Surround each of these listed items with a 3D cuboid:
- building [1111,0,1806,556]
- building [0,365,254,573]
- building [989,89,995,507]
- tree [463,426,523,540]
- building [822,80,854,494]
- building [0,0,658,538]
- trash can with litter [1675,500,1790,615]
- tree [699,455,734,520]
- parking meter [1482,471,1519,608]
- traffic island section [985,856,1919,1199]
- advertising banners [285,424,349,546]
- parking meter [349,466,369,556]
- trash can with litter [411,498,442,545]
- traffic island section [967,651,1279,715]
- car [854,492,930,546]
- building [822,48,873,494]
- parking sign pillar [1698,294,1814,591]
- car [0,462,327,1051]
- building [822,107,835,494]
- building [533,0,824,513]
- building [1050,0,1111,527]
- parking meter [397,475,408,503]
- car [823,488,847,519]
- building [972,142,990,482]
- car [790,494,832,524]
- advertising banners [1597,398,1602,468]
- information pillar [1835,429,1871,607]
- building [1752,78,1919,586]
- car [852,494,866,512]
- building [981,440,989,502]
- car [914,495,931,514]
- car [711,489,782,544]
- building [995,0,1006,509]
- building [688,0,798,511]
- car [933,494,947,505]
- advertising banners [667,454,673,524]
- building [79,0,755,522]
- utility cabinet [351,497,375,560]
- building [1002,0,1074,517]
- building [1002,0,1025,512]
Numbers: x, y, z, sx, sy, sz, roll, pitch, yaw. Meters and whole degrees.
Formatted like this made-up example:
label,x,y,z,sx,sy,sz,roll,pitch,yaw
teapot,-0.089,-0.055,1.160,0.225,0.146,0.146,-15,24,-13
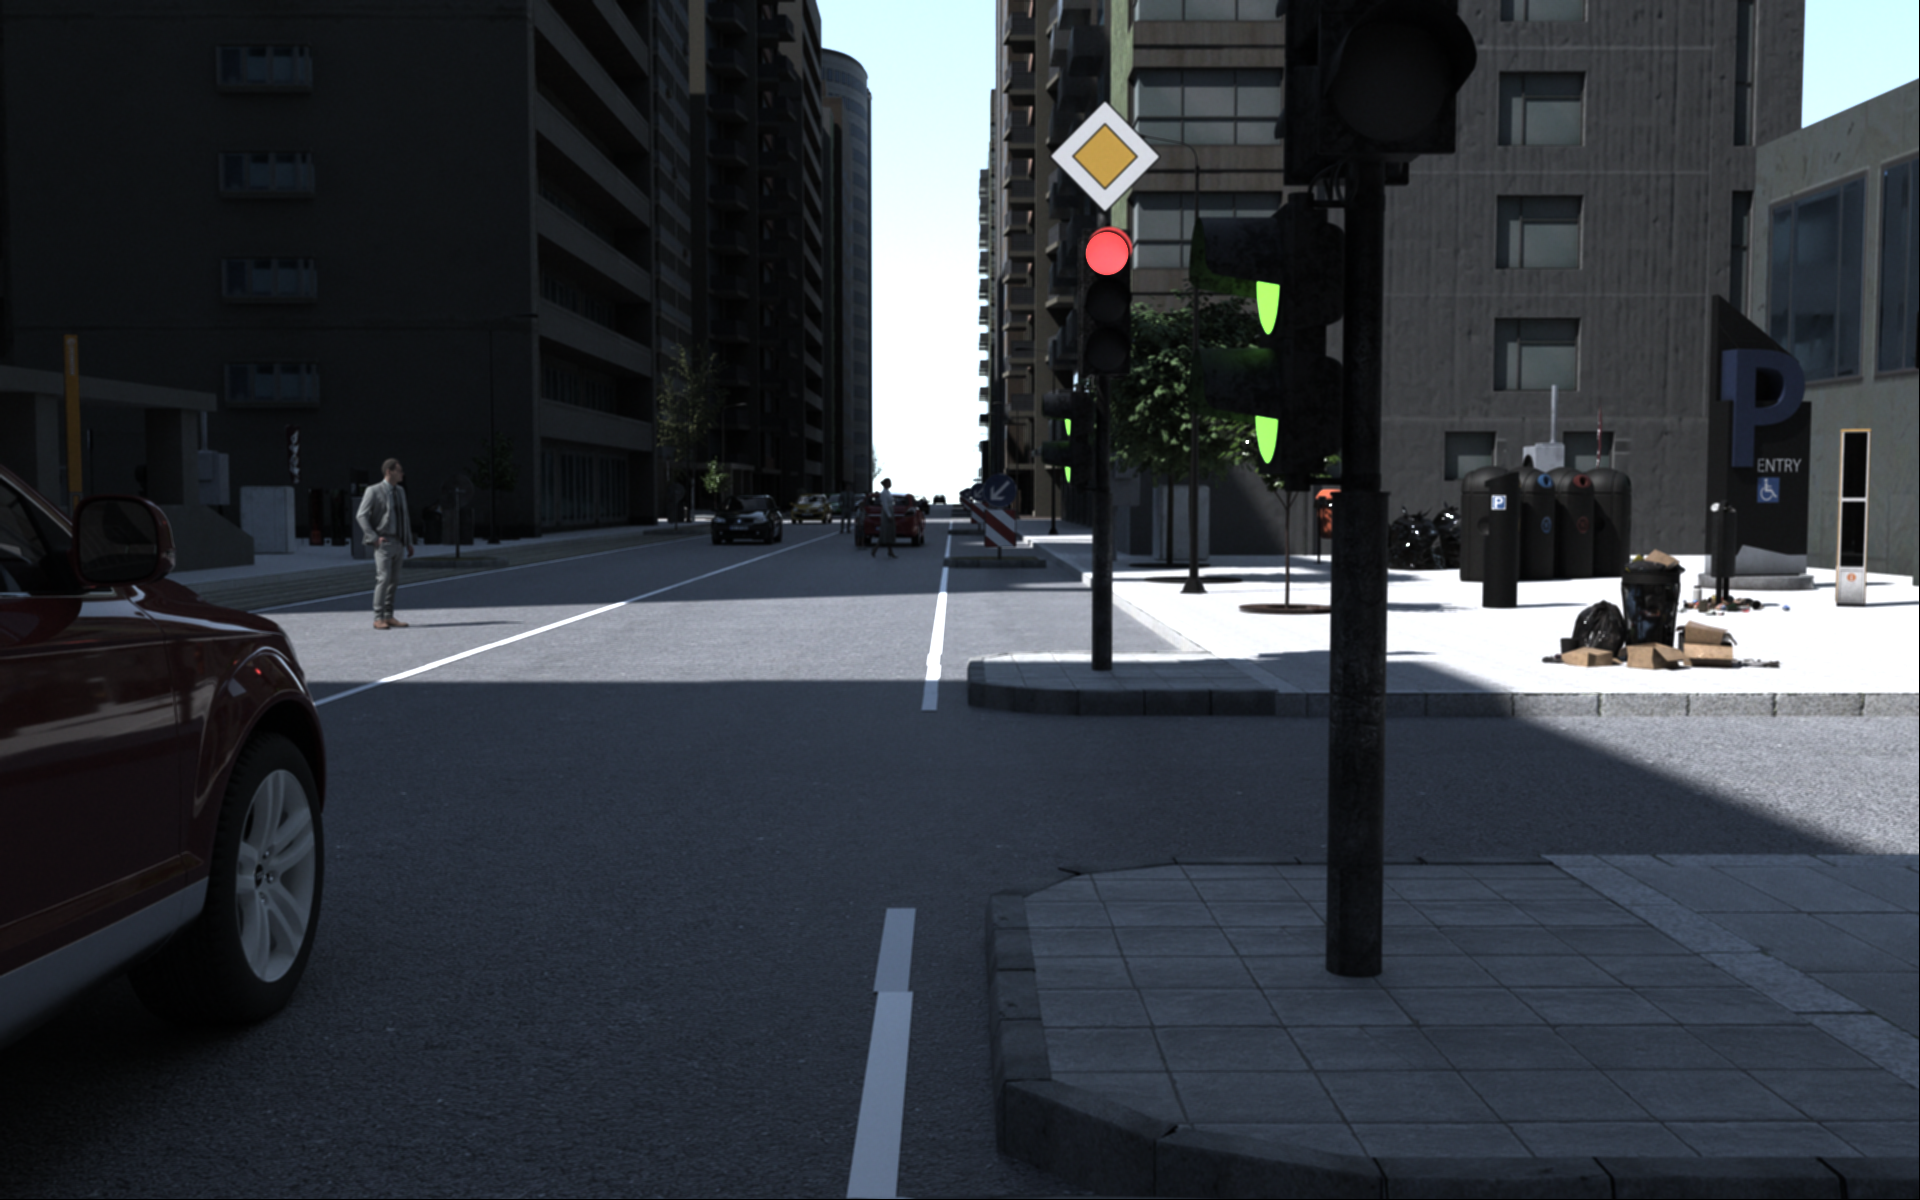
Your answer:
label,x,y,z,sx,sy,sz,roll,pitch,yaw
building,10.555,-21.913,41.865,14.154,41.232,14.086,0,4,0
building,-28.908,-20.269,23.272,32.217,40.220,23.993,0,4,0
building,10.023,-30.260,178.337,14.154,41.232,14.086,0,4,0
tree,-12.814,-3.301,48.573,1.663,3.219,1.824,0,3,0
building,-19.447,-33.128,191.754,14.600,45.320,14.200,0,4,0
building,-23.097,-26.657,59.544,21.300,48.544,21.600,0,4,0
trash can with litter,8.355,-0.507,19.350,1.678,1.210,2.233,2,4,32
tree,-12.167,-5.603,86.218,1.663,3.219,1.824,0,3,0
parking meter,6.109,-0.682,19.564,0.372,1.533,0.369,0,3,0
traffic island section,1.083,1.077,4.666,2.009,0.180,2.903,0,4,0
advertising banners,-16.007,-2.867,43.057,2.074,3.025,0.090,2,4,28
parking meter,-12.396,-1.839,35.784,0.399,1.863,0.255,3,5,44
trash can with litter,-13.620,-1.989,43.913,1.055,1.170,0.624,-1,4,-11
traffic island section,1.058,0.589,12.651,2.009,0.180,2.903,0,4,0
car,-1.946,-2.434,48.829,2.155,1.783,4.494,0,4,1
building,-22.707,-41.971,228.225,21.231,58.520,28.212,0,4,0
parking sign pillar,10.866,-2.145,23.548,1.447,3.967,1.447,-1,4,-13
car,-2.833,0.343,3.073,2.281,1.827,5.304,0,4,-1
building,-20.365,-30.224,177.759,14.154,41.232,14.086,0,4,0
building,-23.405,-32.234,150.725,21.300,48.544,21.600,0,4,0
building,15.261,-27.660,71.855,23.786,49.044,30.456,0,4,0
parking meter,-14.934,-2.475,46.177,0.399,1.863,0.255,-1,4,-18
car,-7.514,-5.714,102.213,1.959,1.807,4.718,0,4,-2
building,13.607,-37.428,231.552,23.786,49.044,30.456,0,4,0
car,-7.254,-4.560,84.784,2.015,1.641,3.980,0,4,1
advertising banners,12.040,-2.234,32.706,0.090,3.025,2.074,1,4,20
information pillar,10.188,-0.934,19.766,0.304,2.012,0.304,2,4,25
building,28.830,-43.249,19.798,31.000,86.520,22.319,0,4,0
car,-7.294,-6.747,122.117,2.131,1.459,4.920,0,4,-2
building,13.837,-54.255,199.738,22.319,86.520,31.000,0,4,0
car,-3.066,-6.775,123.356,1.945,1.354,3.894,0,4,1
car,-6.195,-2.491,50.518,2.009,1.686,4.222,0,4,0
building,13.510,-37.101,148.598,21.231,58.520,28.212,0,4,0
building,-23.580,-28.809,125.653,22.147,44.769,28.867,0,4,0
car,-2.811,-14.032,239.210,2.009,1.686,4.222,0,4,1
advertising banners,-12.533,-4.816,74.929,0.090,3.025,2.074,-1,4,-15
building,-28.661,-24.924,99.396,32.217,40.220,23.993,0,4,0
utility cabinet,-11.618,-1.419,34.368,0.306,1.237,1.020,1,4,17
building,13.812,-27.530,104.739,22.147,44.769,28.867,0,4,0
building,10.167,-29.171,127.055,14.600,45.320,14.200,0,4,0
